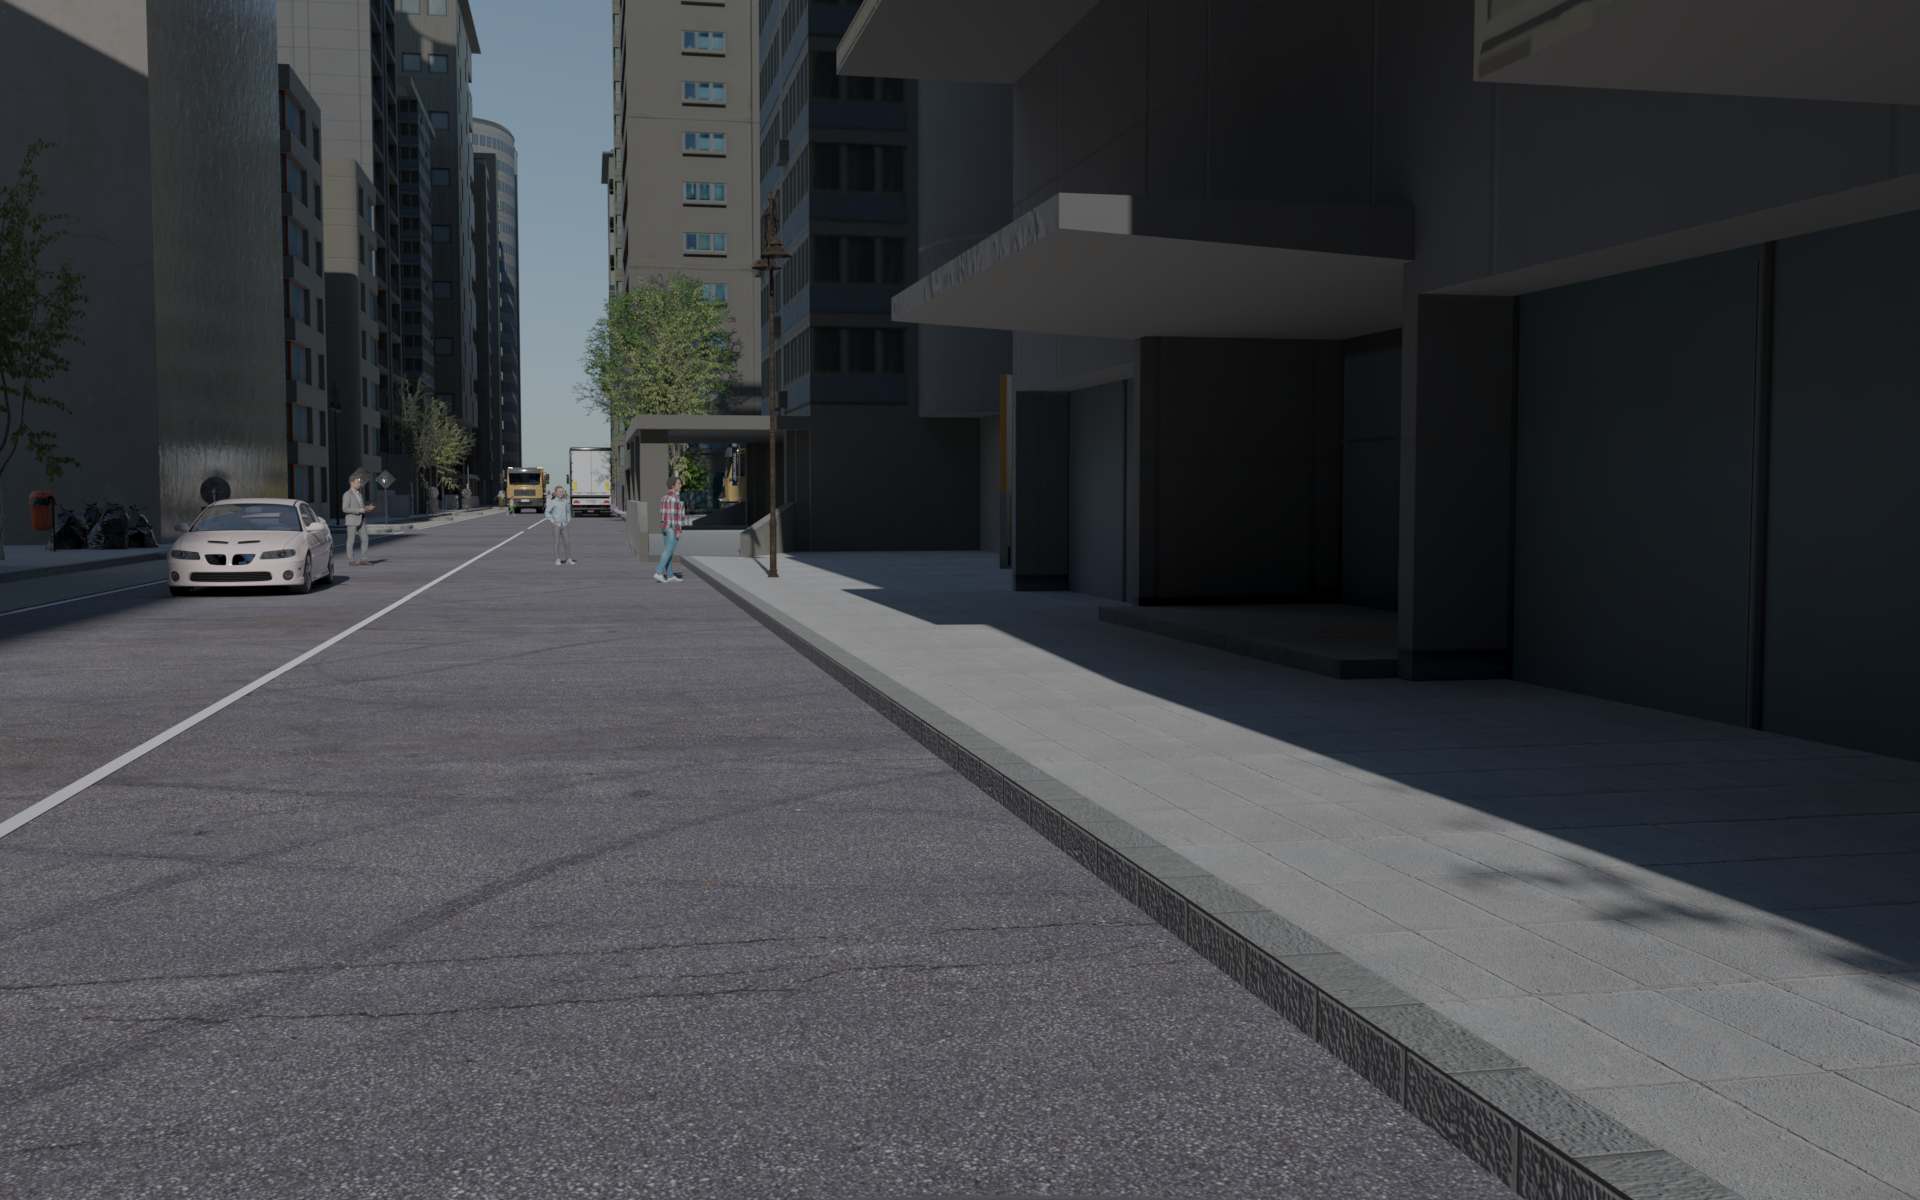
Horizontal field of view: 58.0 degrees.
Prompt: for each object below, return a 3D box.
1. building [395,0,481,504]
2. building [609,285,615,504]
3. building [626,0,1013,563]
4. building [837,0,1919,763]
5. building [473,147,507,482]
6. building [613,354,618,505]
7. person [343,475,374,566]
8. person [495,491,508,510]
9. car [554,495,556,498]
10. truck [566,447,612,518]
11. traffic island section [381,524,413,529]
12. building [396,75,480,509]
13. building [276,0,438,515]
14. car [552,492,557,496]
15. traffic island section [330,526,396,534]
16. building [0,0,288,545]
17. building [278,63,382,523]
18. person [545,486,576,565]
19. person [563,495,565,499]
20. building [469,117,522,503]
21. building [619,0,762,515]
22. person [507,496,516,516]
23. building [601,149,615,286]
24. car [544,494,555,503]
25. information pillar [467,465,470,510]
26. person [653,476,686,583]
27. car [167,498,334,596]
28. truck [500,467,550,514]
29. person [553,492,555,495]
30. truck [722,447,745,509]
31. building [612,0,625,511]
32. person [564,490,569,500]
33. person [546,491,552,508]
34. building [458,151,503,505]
[{"bbox_3d":[-64.364,-36.004,177.901,28.713,52.752,27.495,-1,4,-12],"label":"building"},{"bbox_3d":[-41.450,-28.663,240.336,14.160,30.474,14.107,-1,4,-12],"label":"building"},{"bbox_3d":[7.593,-21.610,45.202,32.217,40.220,23.993,-1,4,-12],"label":"building"},{"bbox_3d":[14.086,-25.842,11.763,28.713,52.752,27.495,-1,4,-12],"label":"building"},{"bbox_3d":[-74.705,-37.796,237.570,23.786,49.044,30.456,-1,4,-12],"label":"building"},{"bbox_3d":[-25.007,-21.503,196.605,27.650,21.520,28.899,-1,4,-12],"label":"building"},{"bbox_3d":[-12.000,-1.584,34.594,0.583,1.804,0.606,1,4,11],"label":"person"},{"bbox_3d":[-41.404,-8.999,156.369,1.217,1.736,0.721,-1,4,-9],"label":"person"},{"bbox_3d":[-44.752,-10.781,188.844,1.945,1.354,3.894,-1,4,-11],"label":"car"},{"bbox_3d":[-23.327,-7.352,109.121,2.839,4.237,11.283,-1,4,-13],"label":"truck"},{"bbox_3d":[-23.617,-2.994,71.235,2.009,0.180,2.903,-1,4,-12],"label":"traffic island section"},{"bbox_3d":[-59.658,-28.149,152.124,32.217,40.220,23.993,-1,4,-12],"label":"building"},{"bbox_3d":[-45.611,-41.246,112.624,20.563,71.187,20.611,-1,4,-12],"label":"building"},{"bbox_3d":[-69.031,-17.612,296.622,2.281,1.827,5.304,-1,4,-13],"label":"car"},{"bbox_3d":[-21.943,-2.517,63.427,2.009,0.180,2.903,-1,4,-12],"label":"traffic island section"},{"bbox_3d":[-38.968,-14.960,49.105,34.151,26.468,19.350,-1,4,-12],"label":"building"},{"bbox_3d":[-43.459,-14.442,81.166,27.650,21.520,28.899,-1,4,-12],"label":"building"},{"bbox_3d":[-8.060,-1.503,34.891,0.589,1.601,0.330,-2,4,-34],"label":"person"},{"bbox_3d":[-40.688,-10.177,178.115,0.599,1.433,0.991,-3,4,-39],"label":"person"},{"bbox_3d":[-79.171,-44.333,266.839,21.231,58.520,28.212,-1,4,-12],"label":"building"},{"bbox_3d":[-11.736,-30.128,116.292,21.300,48.544,21.600,-1,4,-12],"label":"building"},{"bbox_3d":[-29.560,-6.198,114.088,0.590,1.304,0.306,0,4,-2],"label":"person"},{"bbox_3d":[-39.163,-41.121,261.568,28.713,52.752,27.495,-1,4,-12],"label":"building"},{"bbox_3d":[-39.056,-9.422,163.829,2.009,1.686,4.222,-1,4,-12],"label":"car"},{"bbox_3d":[-39.940,-9.125,140.547,0.183,3.616,0.504,-1,4,-13],"label":"information pillar"},{"bbox_3d":[-4.736,-1.153,28.189,0.643,1.720,0.563,-2,4,-27],"label":"person"},{"bbox_3d":[-10.579,-0.837,26.049,2.083,1.381,4.827,-1,4,-14],"label":"car"},{"bbox_3d":[-31.978,-8.068,127.833,3.469,3.379,9.791,-1,4,-12],"label":"truck"},{"bbox_3d":[-63.182,-15.876,268.792,1.217,1.743,0.721,2,4,27],"label":"person"},{"bbox_3d":[-5.707,-4.618,71.425,9.791,3.379,3.469,-1,4,-11],"label":"truck"},{"bbox_3d":[-20.957,-27.971,140.925,14.154,41.232,14.086,-1,4,-12],"label":"building"},{"bbox_3d":[-42.737,-10.958,187.643,1.348,1.826,0.705,3,4,38],"label":"person"},{"bbox_3d":[-37.105,-9.008,156.443,0.621,1.740,0.551,1,4,18],"label":"person"},{"bbox_3d":[-60.804,-31.620,200.584,14.154,41.232,14.086,-1,4,-12],"label":"building"}]
